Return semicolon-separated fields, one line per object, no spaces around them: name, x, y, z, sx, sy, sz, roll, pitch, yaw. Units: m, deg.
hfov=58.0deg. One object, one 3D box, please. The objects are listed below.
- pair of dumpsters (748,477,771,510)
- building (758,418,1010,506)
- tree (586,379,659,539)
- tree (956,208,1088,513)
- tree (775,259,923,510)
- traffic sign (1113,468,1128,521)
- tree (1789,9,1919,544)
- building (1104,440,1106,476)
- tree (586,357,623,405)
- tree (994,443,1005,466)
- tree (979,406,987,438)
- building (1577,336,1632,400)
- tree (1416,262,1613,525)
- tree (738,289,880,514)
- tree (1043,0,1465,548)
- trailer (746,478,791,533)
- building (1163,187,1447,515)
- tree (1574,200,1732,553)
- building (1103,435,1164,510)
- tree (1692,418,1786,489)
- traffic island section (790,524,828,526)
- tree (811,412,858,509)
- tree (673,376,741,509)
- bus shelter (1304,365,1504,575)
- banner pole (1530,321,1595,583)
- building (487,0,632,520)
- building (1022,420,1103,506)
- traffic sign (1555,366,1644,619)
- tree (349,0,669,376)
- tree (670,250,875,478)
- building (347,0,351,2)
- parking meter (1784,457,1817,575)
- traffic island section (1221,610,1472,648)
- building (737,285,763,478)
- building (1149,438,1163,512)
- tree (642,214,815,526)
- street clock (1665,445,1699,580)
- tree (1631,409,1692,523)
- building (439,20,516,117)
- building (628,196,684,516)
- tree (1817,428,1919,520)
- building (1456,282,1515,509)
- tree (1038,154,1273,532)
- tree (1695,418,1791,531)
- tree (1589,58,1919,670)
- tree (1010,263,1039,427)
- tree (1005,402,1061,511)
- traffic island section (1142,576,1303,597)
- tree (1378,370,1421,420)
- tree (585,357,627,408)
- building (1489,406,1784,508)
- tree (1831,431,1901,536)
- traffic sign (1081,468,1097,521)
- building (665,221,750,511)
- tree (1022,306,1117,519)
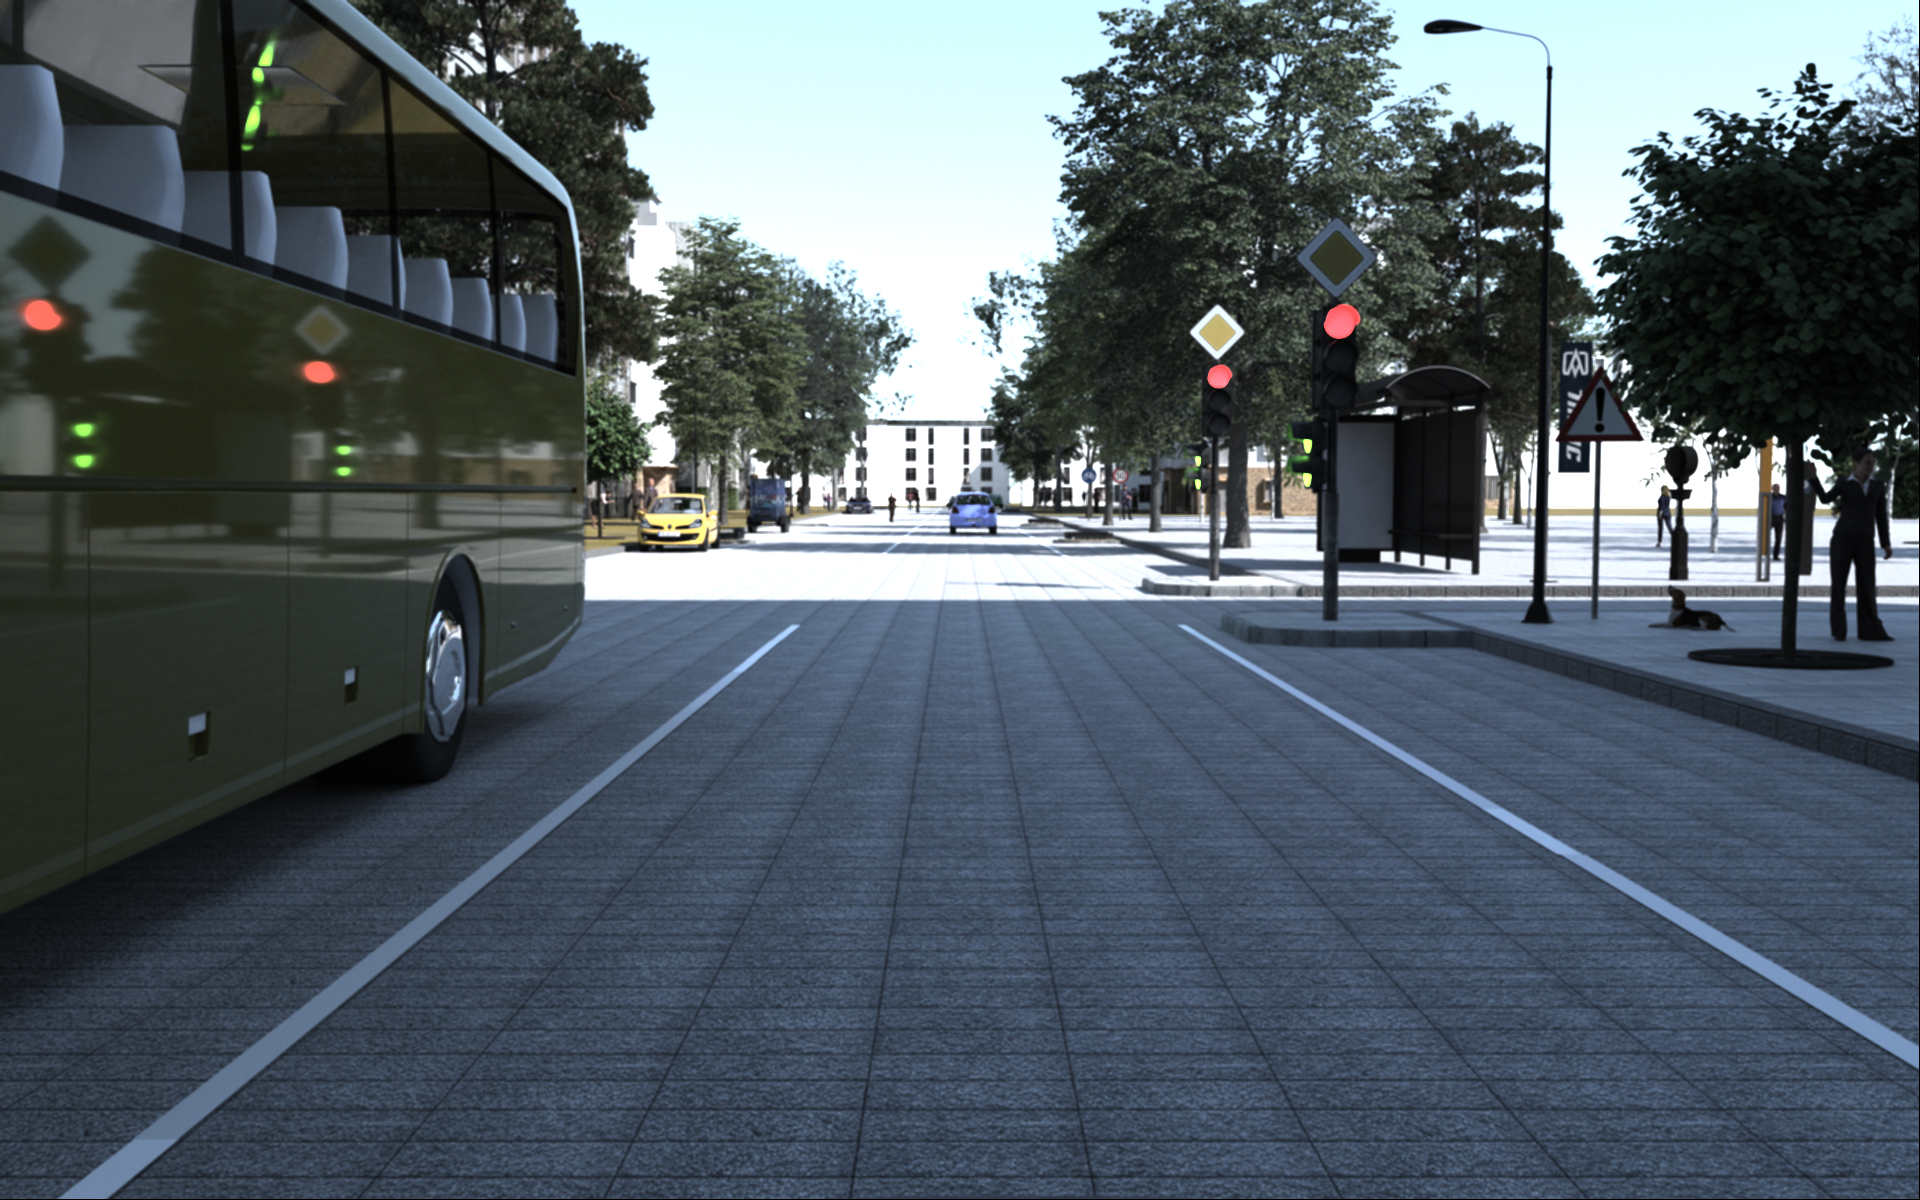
pair of dumpsters;-10.949;-5.758;96.638;1.574;2.255;4.436;0;4;0
building;-8.230;-15.571;196.729;28.070;9.664;9.099;0;3;0
tree;-10.454;-4.054;49.999;4.285;4.588;4.351;0;3;0
tree;6.144;-15.918;116.143;12.611;20.169;13.585;0;3;0
tree;-9.028;-17.241;137.786;12.611;20.169;13.585;0;3;0
traffic sign;7.740;-5.108;83.616;0.768;2.556;0.104;0;4;6
tree;24.838;-8.191;44.289;12.009;13.543;11.850;0;3;0
building;21.811;-18.772;163.338;16.016;20.091;11.380;0;3;0
tree;-12.998;-6.407;55.122;4.737;8.622;4.395;0;3;0
tree;5.681;-13.123;164.930;4.360;8.622;3.978;0;3;0
tree;6.443;-14.671;146.518;9.857;13.997;8.962;0;3;0
building;72.400;-21.037;200.368;11.380;20.091;16.016;0;3;0
tree;23.211;-8.964;72.312;9.928;11.665;9.643;0;3;0
tree;-9.818;-12.366;108.836;9.857;13.997;8.962;0;3;0
tree;6.712;-8.207;40.843;9.857;13.997;8.962;0;3;0
trailer;-7.114;-3.453;63.505;1.471;1.999;3.904;0;4;1
building;22.088;-15.640;112.138;16.016;20.091;11.380;0;3;0
tree;16.157;-5.324;37.408;4.360;8.622;3.978;0;3;0
building;17.809;-12.315;143.501;9.099;9.664;28.070;0;3;0
tree;32.378;-7.306;69.823;4.737;8.622;4.395;0;3;0
traffic island section;-6.981;-3.380;78.124;1.991;0.108;1.994;0;3;0
tree;-10.679;-12.101;148.213;4.360;8.622;3.978;0;3;0
tree;-14.148;-9.039;98.151;4.360;8.622;3.978;0;3;0
bus shelter;7.499;-2.203;29.947;2.014;3.302;5.546;0;3;0
banner pole;8.754;-2.148;25.144;0.863;3.779;0.401;0;4;2
building;-23.833;-17.497;83.335;12.463;27.353;25.104;0;3;0
building;20.827;-15.552;196.414;28.070;9.664;9.099;0;3;0
traffic sign;6.521;-1.084;17.725;0.884;2.594;0.081;0;4;4
tree;-9.378;-7.838;35.567;7.806;13.903;7.818;0;3;0
tree;-9.239;-10.767;86.408;12.009;13.543;11.850;0;3;0
building;-22.770;-10.945;43.586;10.561;19.102;19.286;0;3;0
parking meter;13.307;-1.327;27.410;0.399;1.863;0.255;1;4;13
traffic island section;3.785;0.286;17.602;2.009;0.180;2.903;0;3;0
building;-25.412;-17.925;149.489;16.016;20.091;11.380;0;3;0
building;21.736;-16.335;123.496;16.016;20.091;11.380;0;3;0
tree;-9.513;-9.338;70.801;7.486;12.596;7.792;0;3;0
street clock;10.714;-1.296;25.762;0.358;2.002;0.471;-1;4;-17
tree;31.977;-7.762;77.272;4.737;8.622;4.395;0;3;0
building;-22.103;-12.672;61.937;10.420;20.320;16.860;0;3;0
building;-25.670;-15.294;106.483;16.016;20.091;11.380;0;3;0
tree;53.526;-11.598;91.453;18.604;14.587;13.155;0;4;-7
building;43.767;-18.624;160.923;11.380;20.091;16.016;0;3;0
tree;6.639;-8.507;57.214;7.486;12.596;7.792;0;3;0
tree;28.836;-7.722;60.668;7.601;10.594;8.767;0;4;4
tree;6.352;-1.800;13.137;4.285;4.588;4.351;0;3;0
tree;5.937;-9.319;70.493;7.486;12.596;7.792;0;3;0
tree;6.296;-11.212;133.679;4.360;8.622;3.978;0;3;0
traffic island section;3.778;-0.202;25.587;2.009;0.180;2.903;0;3;0
tree;25.123;-9.006;97.614;4.360;8.622;3.978;0;3;0
tree;-13.702;-6.712;60.109;4.360;8.622;3.978;0;3;0
building;64.101;-13.601;164.521;28.070;9.664;9.099;0;3;0
tree;28.820;-6.317;53.646;4.737;8.622;4.395;0;3;0
traffic sign;6.234;-5.118;83.782;0.768;2.556;0.104;0;4;2
building;-25.858;-16.005;128.133;16.747;18.905;31.486;0;3;0
tree;6.828;-10.069;90.378;9.928;11.665;9.643;0;3;0
